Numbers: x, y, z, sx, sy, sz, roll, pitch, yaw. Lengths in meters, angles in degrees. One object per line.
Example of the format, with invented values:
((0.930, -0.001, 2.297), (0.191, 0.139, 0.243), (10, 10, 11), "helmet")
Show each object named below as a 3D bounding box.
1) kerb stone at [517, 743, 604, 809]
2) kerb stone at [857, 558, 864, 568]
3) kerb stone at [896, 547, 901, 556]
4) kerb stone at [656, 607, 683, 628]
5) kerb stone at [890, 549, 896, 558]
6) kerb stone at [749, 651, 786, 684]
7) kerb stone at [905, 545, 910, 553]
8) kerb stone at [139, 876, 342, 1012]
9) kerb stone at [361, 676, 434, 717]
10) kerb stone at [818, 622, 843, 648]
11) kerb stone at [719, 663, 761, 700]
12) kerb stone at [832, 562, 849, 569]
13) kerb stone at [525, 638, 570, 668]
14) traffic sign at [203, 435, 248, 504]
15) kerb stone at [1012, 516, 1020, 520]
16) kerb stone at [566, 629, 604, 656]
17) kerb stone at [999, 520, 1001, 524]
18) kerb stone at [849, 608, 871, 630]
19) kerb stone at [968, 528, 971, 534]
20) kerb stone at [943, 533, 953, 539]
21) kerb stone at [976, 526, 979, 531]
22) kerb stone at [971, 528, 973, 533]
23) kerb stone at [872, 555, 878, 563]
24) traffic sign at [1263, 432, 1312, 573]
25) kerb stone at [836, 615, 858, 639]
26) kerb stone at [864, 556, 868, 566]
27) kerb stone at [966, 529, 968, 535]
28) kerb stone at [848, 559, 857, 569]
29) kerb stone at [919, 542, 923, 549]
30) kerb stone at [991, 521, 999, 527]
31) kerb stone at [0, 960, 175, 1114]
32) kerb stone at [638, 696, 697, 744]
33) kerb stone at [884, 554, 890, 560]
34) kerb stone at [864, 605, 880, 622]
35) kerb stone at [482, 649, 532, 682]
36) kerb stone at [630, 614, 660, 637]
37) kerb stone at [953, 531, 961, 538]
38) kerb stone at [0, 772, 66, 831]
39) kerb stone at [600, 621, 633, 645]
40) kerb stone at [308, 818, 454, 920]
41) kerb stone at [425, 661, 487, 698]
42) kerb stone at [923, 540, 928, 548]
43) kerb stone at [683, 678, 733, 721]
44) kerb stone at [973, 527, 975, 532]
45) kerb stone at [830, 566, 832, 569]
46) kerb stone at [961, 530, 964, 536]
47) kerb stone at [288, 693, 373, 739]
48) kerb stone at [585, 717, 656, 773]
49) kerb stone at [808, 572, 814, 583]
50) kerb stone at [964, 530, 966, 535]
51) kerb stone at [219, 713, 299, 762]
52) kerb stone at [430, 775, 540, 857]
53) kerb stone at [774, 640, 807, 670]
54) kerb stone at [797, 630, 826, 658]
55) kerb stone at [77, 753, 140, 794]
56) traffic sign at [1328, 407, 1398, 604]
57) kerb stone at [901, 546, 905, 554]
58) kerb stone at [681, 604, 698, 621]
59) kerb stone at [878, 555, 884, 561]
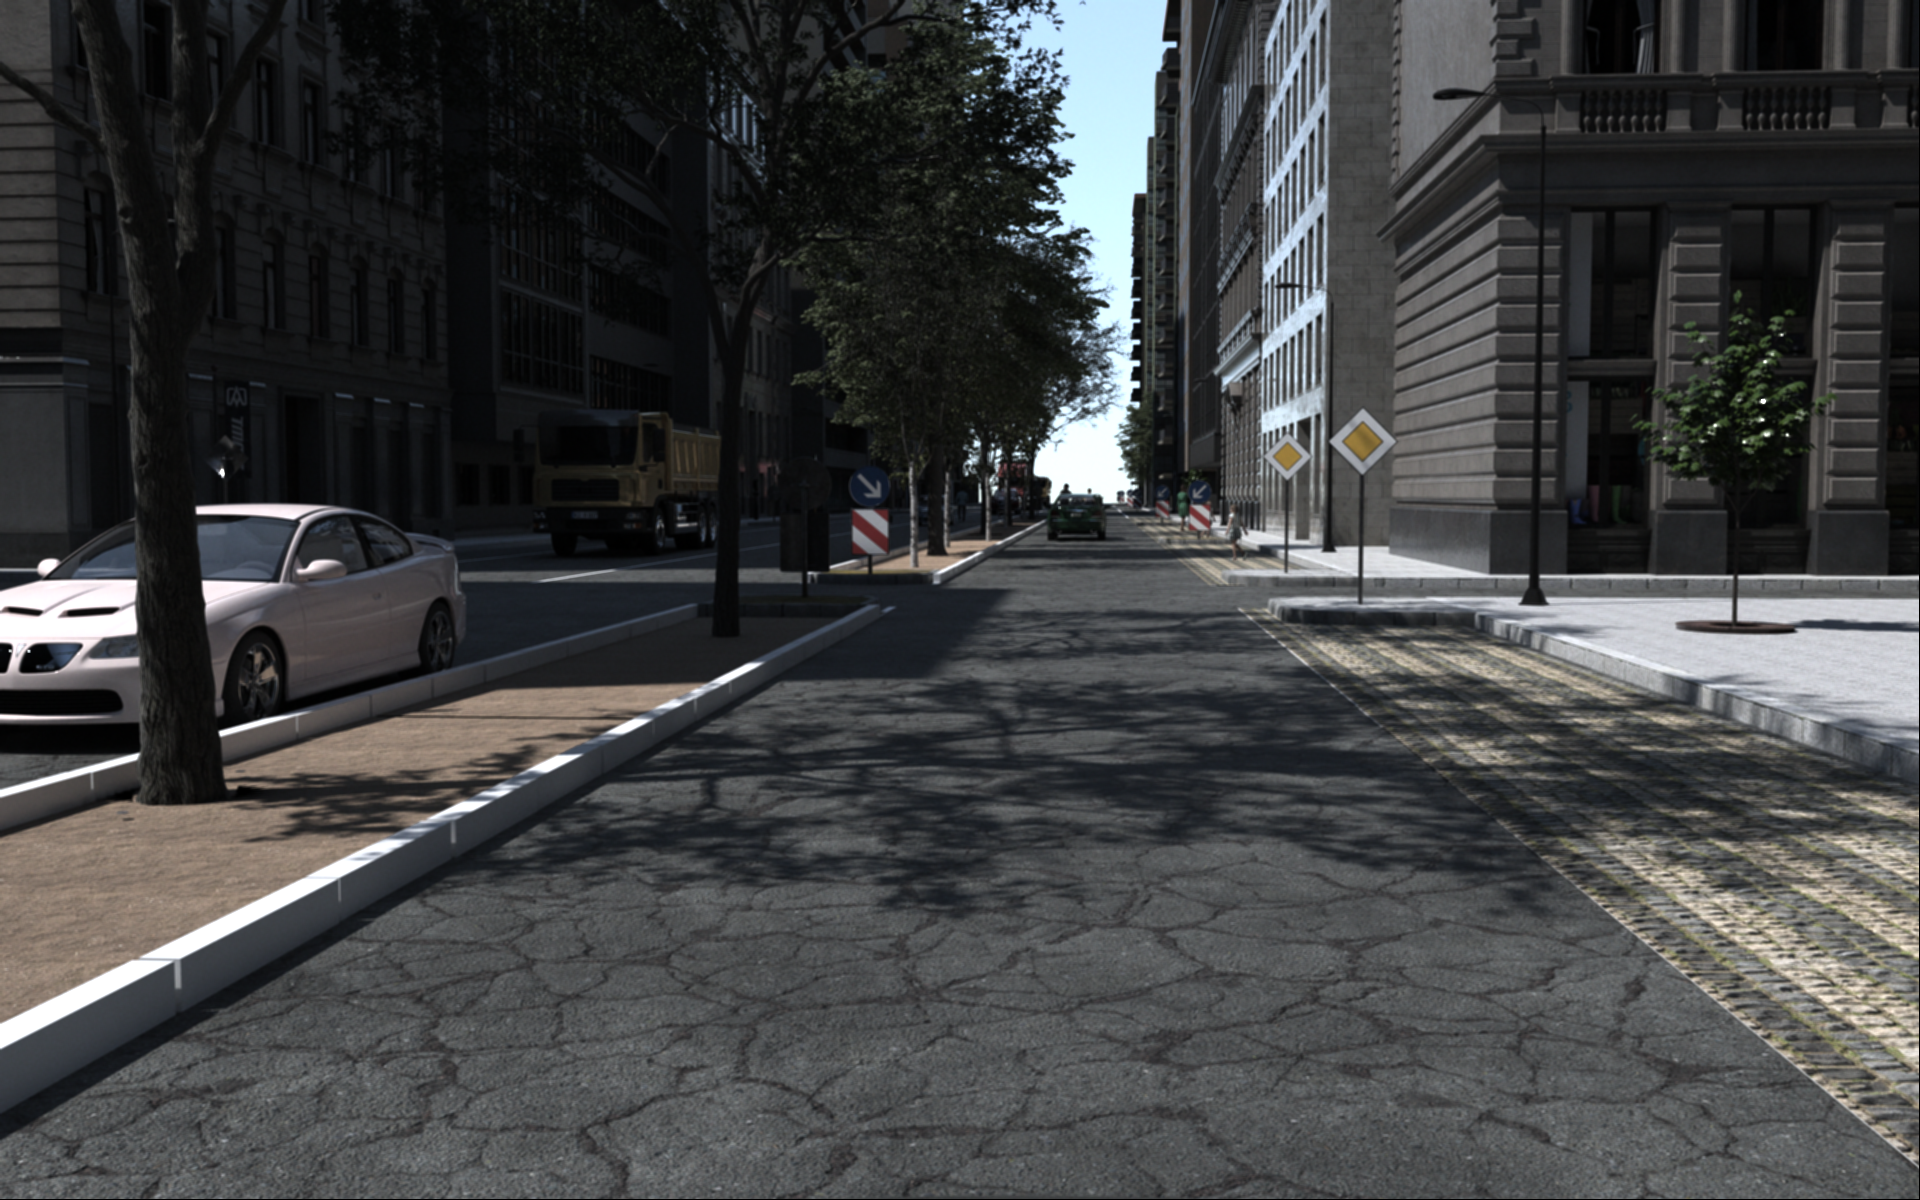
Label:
((-1.930, 0.847, 8.346), (0.120, 0.150, 1.000), (0, 4, 5), "kerb stone")
((-2.027, -0.693, 33.528), (0.120, 0.150, 1.000), (0, 4, 5), "kerb stone")
((-1.527, -1.069, 39.674), (0.120, 0.150, 1.000), (0, 4, 5), "kerb stone")
((-3.199, 0.212, 18.725), (0.120, 0.150, 1.000), (0, 4, 5), "kerb stone")
((-1.613, -1.006, 38.649), (0.120, 0.150, 1.000), (0, 4, 5), "kerb stone")
((-1.524, 0.535, 13.447), (0.120, 0.150, 1.000), (0, 4, 5), "kerb stone")
((-1.368, -1.194, 41.730), (0.120, 0.150, 1.000), (0, 4, 5), "kerb stone")
((-2.172, 1.034, 5.287), (0.120, 0.150, 1.000), (0, 4, 5), "kerb stone")
((-3.779, 0.650, 11.569), (0.120, 0.150, 1.000), (0, 4, 5), "kerb stone")
((-1.273, 0.348, 16.511), (0.120, 0.150, 1.000), (0, 4, 5), "kerb stone")
((-1.600, 0.597, 12.427), (0.120, 0.150, 1.000), (0, 4, 5), "kerb stone")
((-2.191, -0.567, 31.470), (0.120, 0.150, 1.000), (0, 4, 5), "kerb stone")
((-3.532, 0.463, 14.632), (0.120, 0.150, 1.000), (0, 4, 5), "kerb stone")
((-12.495, -1.581, 29.490), (0.795, 2.450, 0.064), (0, 4, 5), "traffic sign")
((3.206, -4.695, 98.951), (0.120, 0.150, 1.000), (0, 4, 5), "kerb stone")
((-3.447, 0.400, 15.654), (0.120, 0.150, 1.000), (0, 4, 5), "kerb stone")
((1.660, -3.507, 79.540), (0.120, 0.150, 1.000), (0, 4, 5), "kerb stone")
((-1.111, 0.222, 18.561), (0.120, 0.150, 1.000), (0, 4, 5), "kerb stone")
((0.192, -2.382, 61.142), (0.120, 0.150, 1.000), (0, 4, 5), "kerb stone")
((-0.386, -1.942, 53.985), (0.120, 0.150, 1.000), (0, 4, 5), "kerb stone")
((0.513, -2.631, 65.232), (0.120, 0.150, 1.000), (0, 4, 5), "kerb stone")
((0.272, -2.445, 62.173), (0.120, 0.150, 1.000), (0, 4, 5), "kerb stone")
((-1.853, -0.819, 35.581), (0.120, 0.150, 1.000), (0, 4, 5), "kerb stone")
((5.292, -1.493, 28.054), (0.795, 2.450, 0.064), (0, 4, 5), "traffic sign")
((-1.184, 0.286, 17.541), (0.120, 0.150, 1.000), (0, 4, 5), "kerb stone")
((-1.935, -0.754, 34.552), (0.120, 0.150, 1.000), (0, 4, 5), "kerb stone")
((0.100, -2.319, 60.119), (0.120, 0.150, 1.000), (0, 4, 5), "kerb stone")
((-2.107, -0.630, 32.506), (0.120, 0.150, 1.000), (0, 4, 5), "kerb stone")
((-1.123, -1.382, 44.786), (0.120, 0.150, 1.000), (0, 4, 5), "kerb stone")
((1.567, -3.445, 78.513), (0.120, 0.150, 1.000), (0, 4, 5), "kerb stone")
((-2.257, 1.097, 4.268), (0.120, 0.150, 1.000), (0, 4, 5), "kerb stone")
((-1.767, 0.722, 10.385), (0.120, 0.150, 1.000), (0, 4, 5), "kerb stone")
((-1.696, -0.944, 37.625), (0.120, 0.150, 1.000), (0, 4, 5), "kerb stone")
((-1.030, 0.160, 19.582), (0.120, 0.150, 1.000), (0, 4, 5), "kerb stone")
((-3.608, 0.527, 13.609), (0.120, 0.150, 1.000), (0, 4, 5), "kerb stone")
((-3.281, 0.275, 17.697), (0.120, 0.150, 1.000), (0, 4, 5), "kerb stone")
((-0.144, -2.133, 57.062), (0.120, 0.150, 1.000), (0, 4, 5), "kerb stone")
((-4.104, 0.900, 7.489), (0.120, 0.150, 1.000), (0, 4, 5), "kerb stone")
((-3.371, 0.339, 16.679), (0.120, 0.150, 1.000), (0, 4, 5), "kerb stone")
((-2.097, 0.973, 6.306), (0.120, 0.150, 1.000), (0, 4, 5), "kerb stone")
((-3.695, 0.587, 12.591), (0.120, 0.150, 1.000), (0, 4, 5), "kerb stone")
((-0.954, -1.505, 46.831), (0.120, 0.150, 1.000), (0, 4, 5), "kerb stone")
((-1.680, 0.662, 11.408), (0.120, 0.150, 1.000), (0, 4, 5), "kerb stone")
((0.346, -2.508, 63.195), (0.120, 0.150, 1.000), (0, 4, 5), "kerb stone")
((-2.347, -0.442, 29.422), (0.120, 0.150, 1.000), (0, 4, 5), "kerb stone")
((-0.060, -2.195, 58.081), (0.120, 0.150, 1.000), (0, 4, 5), "kerb stone")
((-3.861, 0.714, 10.550), (0.120, 0.150, 1.000), (0, 4, 5), "kerb stone")
((-1.845, 0.785, 9.366), (0.120, 0.150, 1.000), (0, 4, 5), "kerb stone")
((-2.433, -0.379, 28.400), (0.120, 0.150, 1.000), (0, 4, 5), "kerb stone")
((0.015, -2.257, 59.100), (0.120, 0.150, 1.000), (0, 4, 5), "kerb stone")
((-3.939, 0.775, 9.527), (0.120, 0.150, 1.000), (0, 4, 5), "kerb stone")
((-2.006, 0.909, 7.327), (0.120, 0.150, 1.000), (0, 4, 5), "kerb stone")
((-1.444, 0.473, 14.469), (0.120, 0.150, 1.000), (0, 4, 5), "kerb stone")
((-1.360, 0.410, 15.493), (0.120, 0.150, 1.000), (0, 4, 5), "kerb stone")
((-4.026, 0.840, 8.508), (0.120, 0.150, 1.000), (0, 4, 5), "kerb stone")
((4.656, -1.006, 20.094), (0.795, 2.450, 0.064), (0, 4, 5), "traffic sign")
((-1.456, -1.132, 40.702), (0.120, 0.150, 1.000), (0, 4, 5), "kerb stone")
((-3.127, 0.152, 19.745), (0.120, 0.150, 1.000), (0, 4, 5), "kerb stone")
((-1.778, -0.879, 36.607), (0.120, 0.150, 1.000), (0, 4, 5), "kerb stone")
